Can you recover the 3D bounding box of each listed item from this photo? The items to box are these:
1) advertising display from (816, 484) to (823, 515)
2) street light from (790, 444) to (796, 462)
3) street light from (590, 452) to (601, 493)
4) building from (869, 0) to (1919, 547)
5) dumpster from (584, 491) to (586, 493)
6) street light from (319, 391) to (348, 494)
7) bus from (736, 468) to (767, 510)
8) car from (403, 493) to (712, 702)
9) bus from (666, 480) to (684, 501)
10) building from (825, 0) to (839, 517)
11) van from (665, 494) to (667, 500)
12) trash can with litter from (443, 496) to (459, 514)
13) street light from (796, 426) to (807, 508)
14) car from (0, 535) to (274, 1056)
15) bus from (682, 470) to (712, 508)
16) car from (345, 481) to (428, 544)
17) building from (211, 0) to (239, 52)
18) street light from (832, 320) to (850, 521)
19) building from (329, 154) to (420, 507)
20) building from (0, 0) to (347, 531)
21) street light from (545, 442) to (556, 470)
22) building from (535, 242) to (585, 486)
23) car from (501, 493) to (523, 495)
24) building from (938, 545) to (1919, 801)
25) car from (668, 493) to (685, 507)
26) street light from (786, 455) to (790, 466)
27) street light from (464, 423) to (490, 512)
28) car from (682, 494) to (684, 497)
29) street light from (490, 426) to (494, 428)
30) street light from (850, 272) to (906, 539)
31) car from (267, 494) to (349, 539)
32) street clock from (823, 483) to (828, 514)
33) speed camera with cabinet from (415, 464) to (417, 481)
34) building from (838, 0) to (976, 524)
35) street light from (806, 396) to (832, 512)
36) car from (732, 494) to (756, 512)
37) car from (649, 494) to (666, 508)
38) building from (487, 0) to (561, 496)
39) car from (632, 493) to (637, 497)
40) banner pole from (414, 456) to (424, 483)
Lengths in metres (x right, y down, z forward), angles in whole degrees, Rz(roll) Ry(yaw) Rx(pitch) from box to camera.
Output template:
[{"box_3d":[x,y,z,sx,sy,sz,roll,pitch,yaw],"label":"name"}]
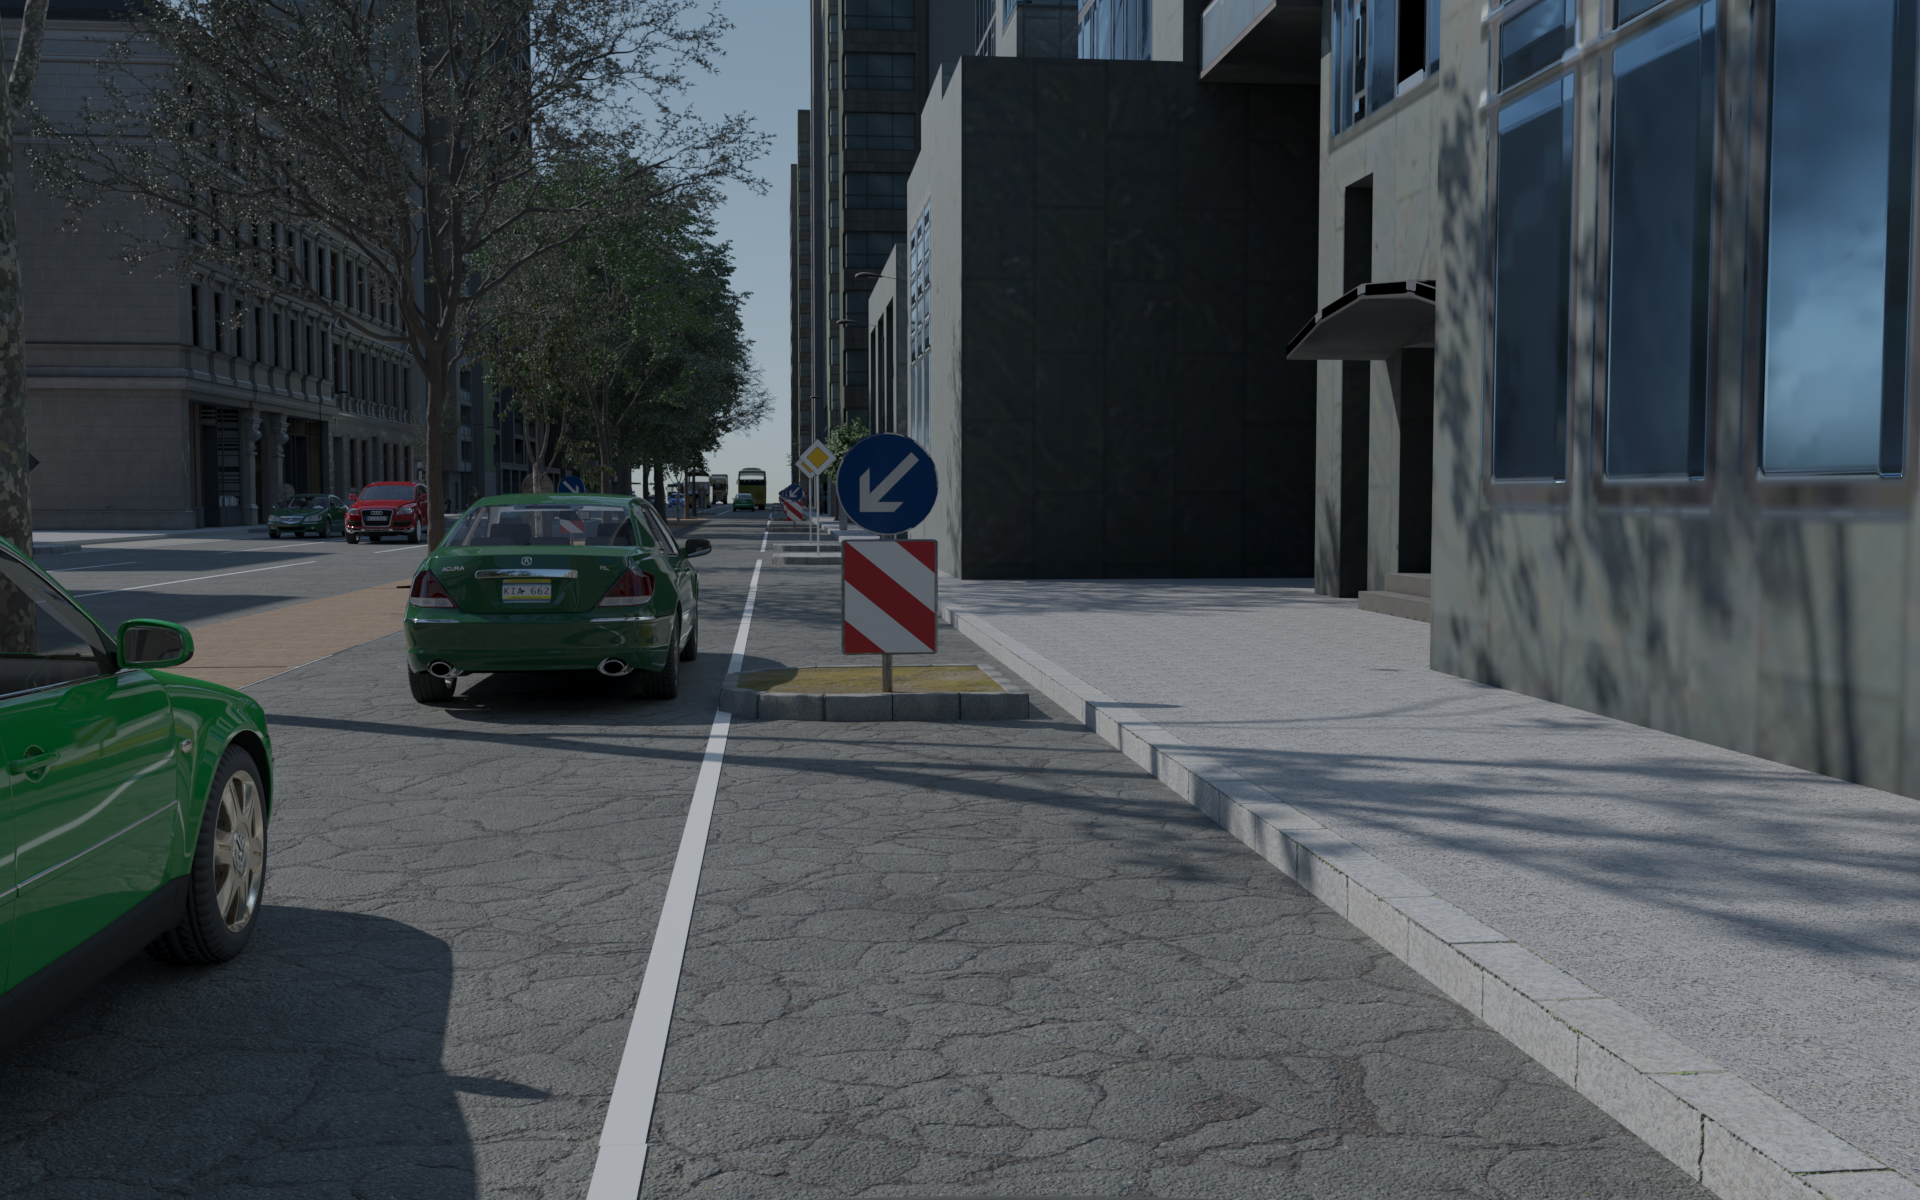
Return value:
[{"box_3d":[-8.570,-6.165,106.016,0.123,1.923,0.974,1,4,14],"label":"advertising display"},{"box_3d":[-14.619,-11.431,159.440,1.470,5.913,1.316,0,4,-6],"label":"street light"},{"box_3d":[-40.225,-13.356,190.905,1.470,5.913,1.316,0,4,-6],"label":"street light"},{"box_3d":[12.588,-45.401,54.974,31.000,86.520,22.319,0,4,-6],"label":"building"},{"box_3d":[-34.800,-9.250,156.190,1.985,2.255,1.502,0,4,-6],"label":"dumpster"},{"box_3d":[-28.170,-6.442,77.875,1.470,5.913,1.316,0,4,-6],"label":"street light"},{"box_3d":[-19.299,-10.341,160.619,2.896,3.916,12.252,0,4,-7],"label":"bus"},{"box_3d":[-3.024,-0.101,13.446,2.131,1.459,4.920,0,4,-6],"label":"car"},{"box_3d":[-43.178,-16.530,265.127,2.948,3.499,13.247,0,4,-6],"label":"bus"},{"box_3d":[-1.009,-25.671,103.318,14.154,41.232,14.086,0,4,-6],"label":"building"},{"box_3d":[-40.769,-13.944,234.992,2.013,2.044,4.112,0,4,-6],"label":"van"},{"box_3d":[-33.160,-6.195,112.675,1.055,1.170,0.624,-2,4,-30],"label":"trash can with litter"},{"box_3d":[-10.684,-9.207,123.071,1.470,5.913,1.316,0,4,-6],"label":"street light"},{"box_3d":[-2.934,0.302,3.854,1.959,1.807,4.718,0,4,-6],"label":"car"},{"box_3d":[-26.927,-11.432,178.465,2.896,3.916,12.252,0,4,-7],"label":"bus"},{"box_3d":[-16.865,-2.626,51.614,2.281,1.827,5.304,0,4,-8],"label":"car"},{"box_3d":[-46.213,-42.866,139.111,20.563,71.187,20.611,0,4,-6],"label":"building"},{"box_3d":[-2.581,-4.513,46.336,1.470,5.913,1.316,0,4,-6],"label":"street light"},{"box_3d":[-36.471,-15.666,92.289,11.583,22.565,21.152,0,4,-6],"label":"building"},{"box_3d":[-32.011,-12.895,61.746,10.553,20.767,40.483,0,4,-6],"label":"building"},{"box_3d":[-36.523,-11.149,154.833,1.470,5.913,1.316,0,4,-6],"label":"street light"},{"box_3d":[-46.734,-24.890,178.653,14.160,30.474,14.107,0,4,-6],"label":"building"},{"box_3d":[-19.611,-4.135,76.398,1.959,1.807,4.718,0,4,-7],"label":"car"},{"box_3d":[11.644,-43.227,19.427,22.319,86.520,31.000,0,4,-6],"label":"building"},{"box_3d":[-31.215,-11.082,190.787,1.945,1.707,3.694,0,4,-7],"label":"car"},{"box_3d":[-19.569,-14.271,205.875,1.470,5.913,1.316,0,4,-6],"label":"street light"},{"box_3d":[-31.933,-8.636,113.744,1.470,5.913,1.316,0,4,-6],"label":"street light"},{"box_3d":[-35.594,-13.193,225.495,2.009,1.686,4.222,0,4,-7],"label":"car"},{"box_3d":[-32.607,-8.942,118.743,1.470,5.913,1.316,0,4,-6],"label":"street light"},{"box_3d":[-1.495,-3.913,36.517,1.470,5.913,1.316,0,4,-6],"label":"street light"},{"box_3d":[-21.460,-2.785,57.328,2.131,1.459,4.920,0,4,-5],"label":"car"},{"box_3d":[-8.625,-6.511,111.028,0.471,2.002,0.358,-1,4,-21],"label":"street clock"},{"box_3d":[-35.702,-7.391,115.179,0.660,3.252,2.038,3,4,38],"label":"speed camera with cabinet"},{"box_3d":[1.254,-18.961,81.706,14.160,30.474,14.107,0,4,-6],"label":"building"},{"box_3d":[-6.407,-6.707,82.198,1.470,5.913,1.316,0,4,-6],"label":"street light"},{"box_3d":[-17.809,-8.189,142.682,1.959,1.807,4.718,0,4,-7],"label":"car"},{"box_3d":[-30.252,-9.822,172.595,2.014,1.417,4.499,0,4,-8],"label":"car"},{"box_3d":[-48.286,-44.133,159.822,20.563,71.187,20.611,0,4,-6],"label":"building"},{"box_3d":[-25.065,-7.386,130.358,1.945,1.707,3.694,0,4,-4],"label":"car"},{"box_3d":[-35.279,-7.510,112.800,0.863,3.779,0.401,1,4,11],"label":"banner pole"}]
